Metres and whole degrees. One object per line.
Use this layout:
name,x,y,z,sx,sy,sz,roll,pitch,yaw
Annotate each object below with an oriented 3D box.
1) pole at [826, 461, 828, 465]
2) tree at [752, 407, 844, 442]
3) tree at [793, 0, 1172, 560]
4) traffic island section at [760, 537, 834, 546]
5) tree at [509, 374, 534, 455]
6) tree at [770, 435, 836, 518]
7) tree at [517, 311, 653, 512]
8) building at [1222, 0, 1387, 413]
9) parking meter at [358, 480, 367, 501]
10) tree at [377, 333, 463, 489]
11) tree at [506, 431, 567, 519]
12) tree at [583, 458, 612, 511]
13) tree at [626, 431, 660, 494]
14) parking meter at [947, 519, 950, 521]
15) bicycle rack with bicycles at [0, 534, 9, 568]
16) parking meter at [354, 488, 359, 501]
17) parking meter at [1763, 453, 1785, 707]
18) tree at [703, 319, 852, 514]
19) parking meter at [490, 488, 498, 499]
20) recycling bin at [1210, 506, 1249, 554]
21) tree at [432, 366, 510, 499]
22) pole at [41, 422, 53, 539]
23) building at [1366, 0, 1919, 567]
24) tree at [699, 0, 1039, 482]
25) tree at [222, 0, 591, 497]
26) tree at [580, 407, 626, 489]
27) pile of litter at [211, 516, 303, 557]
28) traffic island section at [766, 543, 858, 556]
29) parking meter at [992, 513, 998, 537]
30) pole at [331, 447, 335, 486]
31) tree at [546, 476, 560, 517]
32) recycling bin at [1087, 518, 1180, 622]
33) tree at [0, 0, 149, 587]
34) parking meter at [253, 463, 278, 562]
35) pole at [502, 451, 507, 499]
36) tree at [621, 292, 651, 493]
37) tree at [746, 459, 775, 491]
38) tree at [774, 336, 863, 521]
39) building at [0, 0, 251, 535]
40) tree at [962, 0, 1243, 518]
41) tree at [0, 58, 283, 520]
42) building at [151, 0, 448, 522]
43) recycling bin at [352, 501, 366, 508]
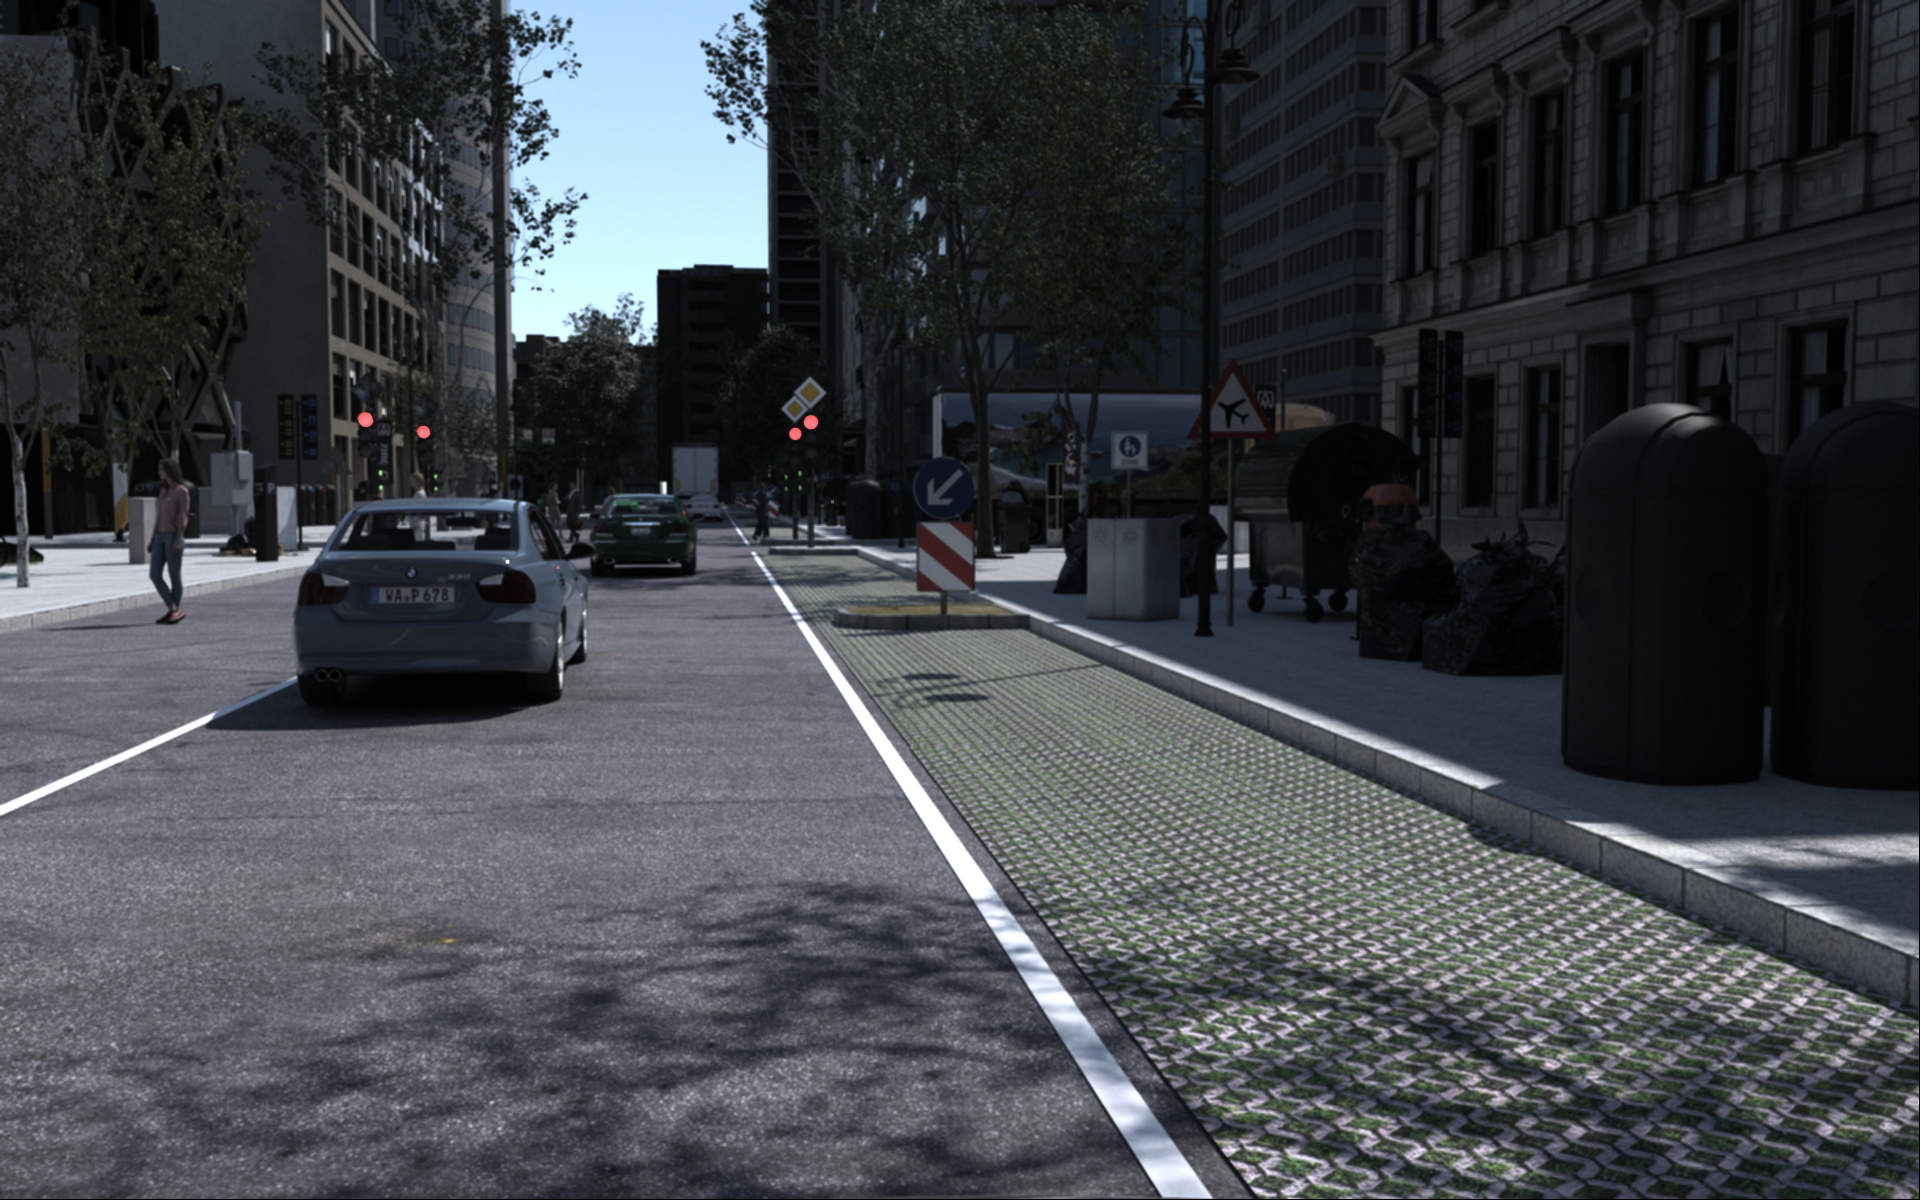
pole,-8.278,-6.948,107.442,0.158,3.312,0.155,0,3,0
tree,-12.757,-11.967,130.076,7.601,10.594,8.767,1,4,20
tree,0.338,-6.634,34.226,9.928,11.665,9.643,0,3,0
traffic island section,-4.666,-1.655,49.348,2.009,0.180,2.903,0,4,-8
tree,-28.057,-9.496,105.615,4.360,8.622,3.978,0,3,0
tree,-8.403,-6.599,91.614,4.285,4.588,4.351,0,3,0
tree,-26.303,-13.198,122.434,9.857,13.997,8.962,0,3,0
building,24.944,-23.180,70.869,23.993,40.220,32.217,0,4,-8
parking meter,-25.100,-4.111,72.933,0.399,1.863,0.255,0,4,2
tree,-24.480,-7.854,78.771,4.737,8.622,4.395,0,3,0
tree,-22.178,-6.514,90.210,4.285,4.588,4.351,0,3,0
tree,-28.097,-9.105,132.578,4.285,4.588,4.351,0,3,0
tree,-36.397,-15.124,197.635,4.737,8.622,4.395,0,3,0
parking meter,-0.526,-3.182,60.433,0.372,1.533,0.369,0,3,0
bicycle rack with bicycles,-17.157,-0.926,28.530,2.852,0.926,2.925,2,4,31
parking meter,-26.268,-4.115,75.685,0.372,1.533,0.369,0,3,0
parking meter,5.003,-0.128,10.502,0.372,1.533,0.369,0,3,0
tree,-11.744,-12.040,113.862,9.611,12.733,9.660,0,3,0
parking meter,-20.584,-4.160,76.431,0.372,1.533,0.369,0,3,0
recycling bin,5.850,-1.518,37.379,0.722,1.027,0.722,3,4,37
tree,-28.056,-9.092,99.022,4.360,8.622,3.978,0,3,0
pole,-25.879,-3.379,49.092,0.158,3.312,0.155,0,3,0
building,14.100,-9.839,25.499,10.561,19.102,19.286,0,4,-8
tree,-1.612,-12.477,59.888,12.611,20.169,13.585,0,3,0
tree,-18.536,-12.346,57.749,12.611,20.169,13.585,0,3,0
tree,-29.722,-11.955,145.829,4.360,8.622,3.978,0,3,0
pile of litter,-14.594,-1.348,36.003,1.719,0.858,1.176,-1,4,-9
traffic island section,-3.544,-1.172,41.442,2.009,0.180,2.903,0,4,-8
parking meter,0.978,-2.800,51.495,0.399,1.863,0.255,0,4,1
pole,-27.011,-4.946,74.708,0.158,3.312,0.155,0,3,0
tree,-23.021,-6.232,96.492,1.663,3.219,1.824,0,3,0
recycling bin,1.788,-0.322,17.819,0.722,1.027,0.722,3,4,38
tree,-12.945,-4.464,23.351,4.360,8.622,3.978,0,3,0
parking meter,-13.200,-1.664,32.923,0.255,1.863,0.399,1,4,18
pole,-21.533,-5.386,81.898,0.158,3.312,0.155,0,3,0
tree,-30.285,-18.631,160.501,12.611,20.169,13.585,0,3,0
tree,-21.673,-14.463,186.828,4.737,8.622,4.395,0,3,0
tree,-6.784,-7.961,80.530,4.360,8.622,3.978,0,3,0
building,-34.482,-11.825,60.793,16.820,18.784,16.811,0,4,-8
tree,1.879,-4.557,24.866,4.737,8.622,4.395,0,3,0
tree,-13.460,-4.810,29.004,4.737,8.622,4.395,0,3,0
building,-39.768,-17.560,91.625,19.350,26.468,34.151,0,4,-8
recycling bin,-20.581,-2.907,60.089,0.722,1.027,0.722,3,5,40
